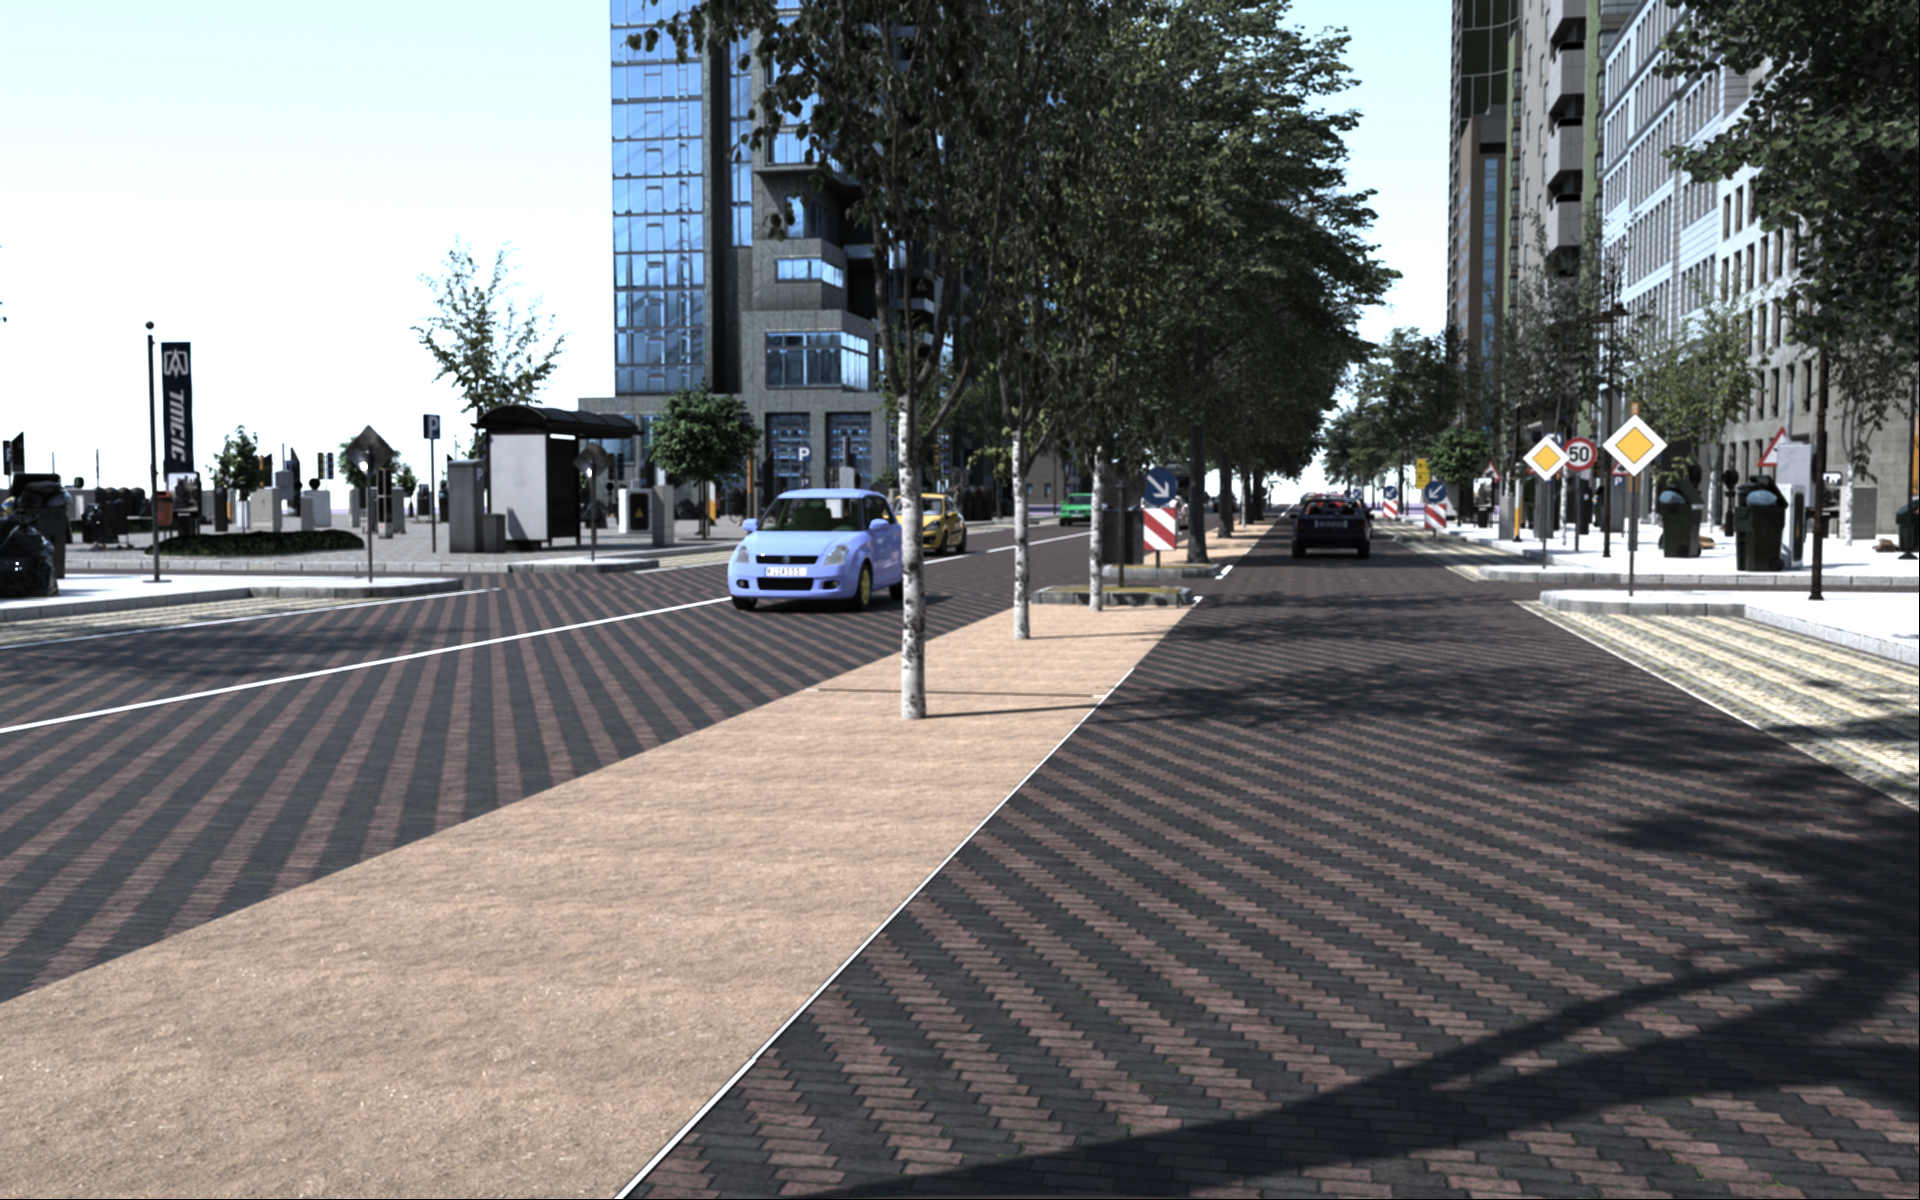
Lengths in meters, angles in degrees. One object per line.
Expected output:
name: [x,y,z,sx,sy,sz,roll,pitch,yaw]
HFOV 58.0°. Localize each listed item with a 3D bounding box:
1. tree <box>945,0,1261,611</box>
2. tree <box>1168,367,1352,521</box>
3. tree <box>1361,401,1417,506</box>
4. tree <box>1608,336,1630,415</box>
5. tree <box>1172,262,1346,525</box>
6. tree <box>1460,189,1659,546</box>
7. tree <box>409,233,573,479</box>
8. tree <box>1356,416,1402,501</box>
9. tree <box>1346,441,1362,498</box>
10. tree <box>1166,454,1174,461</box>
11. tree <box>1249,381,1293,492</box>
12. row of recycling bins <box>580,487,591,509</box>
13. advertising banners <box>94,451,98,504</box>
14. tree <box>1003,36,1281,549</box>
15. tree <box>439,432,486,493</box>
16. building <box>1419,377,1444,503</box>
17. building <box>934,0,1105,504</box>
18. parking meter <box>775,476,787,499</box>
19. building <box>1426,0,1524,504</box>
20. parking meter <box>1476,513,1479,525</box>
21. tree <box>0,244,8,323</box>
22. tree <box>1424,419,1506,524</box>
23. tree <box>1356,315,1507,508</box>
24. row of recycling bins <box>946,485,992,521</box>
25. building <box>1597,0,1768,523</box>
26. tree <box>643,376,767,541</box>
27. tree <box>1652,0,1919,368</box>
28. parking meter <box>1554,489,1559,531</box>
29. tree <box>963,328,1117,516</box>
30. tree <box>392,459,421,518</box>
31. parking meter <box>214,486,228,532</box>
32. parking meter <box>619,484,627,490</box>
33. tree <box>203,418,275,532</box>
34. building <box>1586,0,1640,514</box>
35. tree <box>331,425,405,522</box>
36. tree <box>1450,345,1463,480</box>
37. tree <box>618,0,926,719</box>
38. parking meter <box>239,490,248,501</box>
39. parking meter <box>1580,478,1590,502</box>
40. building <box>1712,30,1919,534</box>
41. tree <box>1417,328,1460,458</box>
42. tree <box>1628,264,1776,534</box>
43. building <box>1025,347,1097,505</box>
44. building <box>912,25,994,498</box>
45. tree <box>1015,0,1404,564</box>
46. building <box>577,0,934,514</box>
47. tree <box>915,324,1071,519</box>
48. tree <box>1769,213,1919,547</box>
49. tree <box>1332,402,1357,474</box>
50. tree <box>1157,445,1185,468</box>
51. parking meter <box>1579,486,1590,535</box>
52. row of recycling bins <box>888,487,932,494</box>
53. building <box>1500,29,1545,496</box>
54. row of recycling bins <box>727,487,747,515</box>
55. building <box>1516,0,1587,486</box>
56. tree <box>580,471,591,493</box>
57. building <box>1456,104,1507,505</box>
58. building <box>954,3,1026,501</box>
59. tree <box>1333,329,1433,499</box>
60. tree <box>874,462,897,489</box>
tree: [1.662,-4.173,21.049,4.737,8.622,4.395,0,3,0]
tree: [15.610,-10.488,90.950,9.611,12.733,9.660,0,3,0]
tree: [33.938,-11.252,134.327,4.737,8.622,4.395,0,3,0]
tree: [28.052,-7.267,69.172,4.737,8.622,4.395,0,3,0]
tree: [13.423,-10.492,80.654,9.857,13.997,8.962,0,3,0]
tree: [15.040,-5.659,42.888,4.360,8.622,3.978,0,3,0]
tree: [-13.562,-6.083,49.815,4.737,8.622,4.395,0,3,0]
tree: [35.731,-12.016,146.826,4.360,8.622,3.978,0,3,0]
tree: [43.543,-14.369,185.298,4.737,8.622,4.395,0,3,0]
tree: [23.060,-21.057,200.165,12.611,20.169,13.585,0,3,0]
tree: [11.961,-7.333,72.712,4.360,8.622,3.978,0,3,0]
row of recycling bins: [-20.071,-5.218,92.427,1.069,1.692,3.534,0,4,-1]
advertising banners: [-34.270,-4.435,68.698,0.090,3.025,2.074,-2,4,-29]
tree: [6.124,-8.086,45.038,12.009,13.543,11.850,0,3,0]
tree: [-15.096,-3.628,53.927,1.663,3.219,1.824,0,3,0]
building: [78.998,-24.170,240.211,27.650,21.520,28.899,1,4,11]
building: [10.851,-57.070,245.766,22.319,86.520,31.000,1,4,11]
parking meter: [-5.938,-3.170,57.546,0.255,1.863,0.399,2,4,26]
building: [69.744,-47.528,215.336,20.563,71.187,20.611,1,4,11]
parking meter: [21.453,-4.003,71.159,0.399,1.863,0.255,-1,4,-20]
tree: [-22.981,-5.364,38.060,4.737,8.622,4.395,0,3,0]
tree: [21.863,-5.577,74.898,4.285,4.588,4.351,0,3,0]
tree: [24.869,-9.523,90.116,7.601,10.594,8.767,1,4,10]
row of recycling bins: [0.395,-4.627,82.763,1.069,1.692,3.534,2,4,31]
building: [39.570,-18.795,84.789,11.434,29.767,29.804,1,4,11]
tree: [-7.113,-3.945,48.215,4.285,4.588,4.351,0,3,0]
tree: [9.413,-6.467,12.395,9.857,13.997,8.962,0,3,0]
parking meter: [20.731,-3.191,60.583,0.372,1.533,0.369,0,3,0]
tree: [3.807,-10.791,102.194,9.928,11.665,9.643,0,3,0]
tree: [-30.358,-6.150,95.153,1.663,3.219,1.824,0,3,0]
parking meter: [-25.148,-3.257,58.964,0.399,1.863,0.255,0,4,-3]
parking meter: [-18.951,-5.614,97.497,0.399,1.863,0.255,1,4,21]
tree: [-18.026,-3.007,43.772,1.663,3.219,1.824,0,3,0]
building: [48.204,-26.329,114.072,14.154,41.232,14.086,1,4,11]
tree: [-27.852,-5.963,81.207,4.285,4.588,4.351,0,3,0]
tree: [18.141,-6.539,57.271,4.360,8.622,3.978,0,3,0]
tree: [-0.325,-3.529,10.516,4.360,8.622,3.978,0,3,0]
parking meter: [-38.069,-5.281,92.062,0.255,1.863,0.399,2,4,25]
parking meter: [22.381,-3.451,62.128,0.399,1.863,0.255,1,4,11]
building: [34.489,-12.661,61.763,10.420,20.320,16.860,1,4,11]
tree: [30.012,-12.100,115.964,7.486,12.596,7.792,0,3,0]
tree: [24.374,-6.474,56.213,4.737,8.622,4.395,0,3,0]
building: [2.255,-22.859,218.777,27.650,21.520,28.899,1,4,11]
building: [-5.219,-28.368,147.405,14.154,41.232,14.086,1,4,11]
tree: [4.873,-6.976,34.649,7.486,12.596,7.792,0,3,0]
building: [-12.589,-49.649,124.437,22.319,86.520,31.000,1,4,11]
tree: [1.921,-9.448,88.883,8.767,10.594,7.601,-2,4,-25]
tree: [21.980,-5.609,42.065,4.360,8.622,3.978,0,3,0]
tree: [38.911,-13.941,162.345,8.767,10.594,7.601,1,4,20]
tree: [29.561,-18.078,229.991,8.767,10.594,7.601,3,5,40]
parking meter: [19.582,-2.815,54.435,0.372,1.533,0.369,0,3,0]
row of recycling bins: [-2.967,-5.594,98.569,3.534,1.692,1.069,3,5,40]
building: [55.823,-28.838,155.096,14.154,41.232,14.086,1,4,11]
row of recycling bins: [-13.200,-6.081,106.534,1.069,1.692,3.534,1,4,23]
building: [58.544,-33.258,133.013,28.713,52.752,27.495,1,4,11]
tree: [-17.845,-5.232,80.141,1.663,3.219,1.824,0,3,0]
building: [64.998,-33.586,199.239,14.600,45.320,14.200,1,4,11]
building: [-1.851,-31.247,161.005,14.600,45.320,14.200,1,4,11]
tree: [47.518,-20.964,198.656,12.611,20.169,13.585,0,3,0]
tree: [-4.390,-6.703,104.195,1.663,3.219,1.824,0,3,0]
